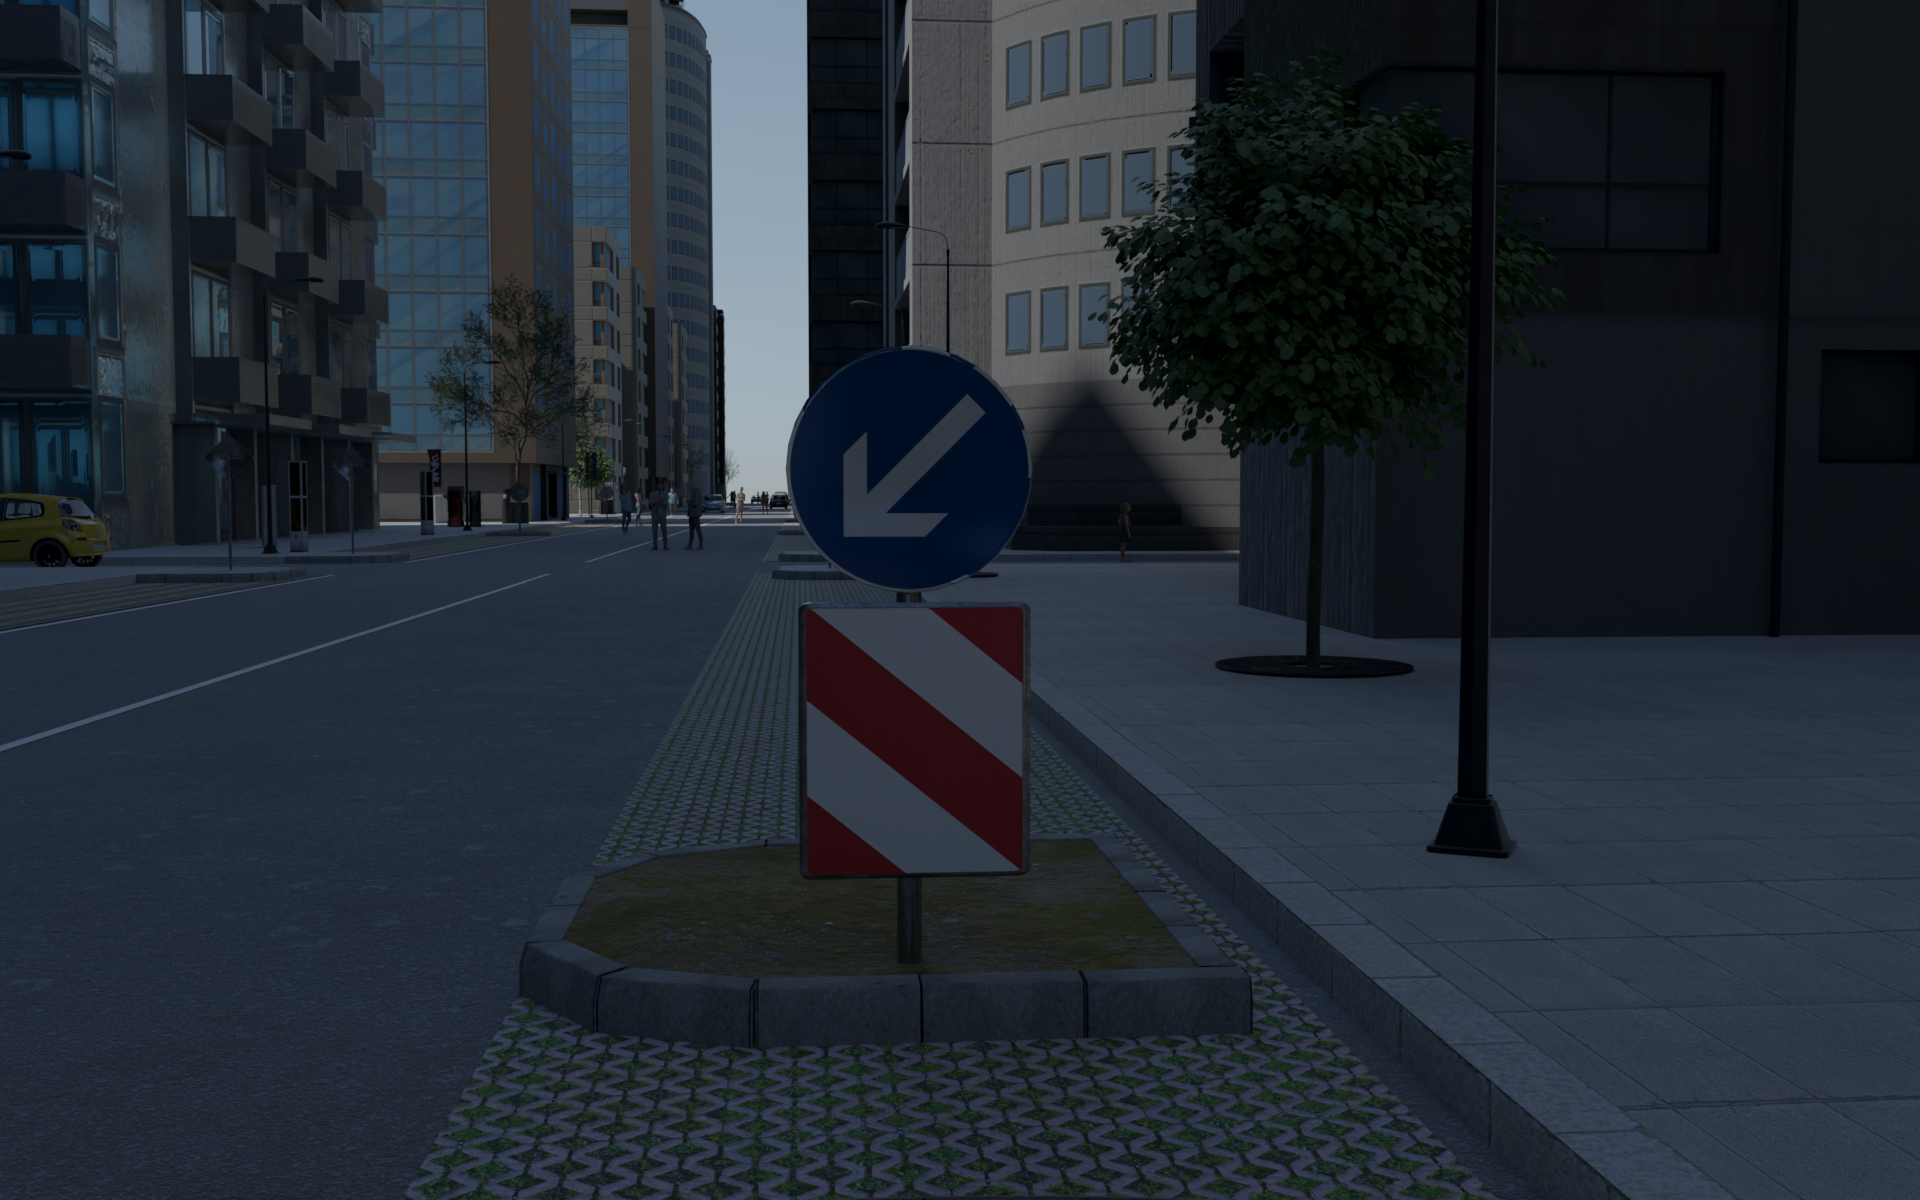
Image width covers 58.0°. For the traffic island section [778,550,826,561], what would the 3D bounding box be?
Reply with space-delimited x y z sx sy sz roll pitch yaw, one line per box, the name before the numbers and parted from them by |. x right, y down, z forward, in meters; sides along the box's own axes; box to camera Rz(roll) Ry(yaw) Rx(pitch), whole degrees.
traffic island section | -2.967 -0.961 37.998 2.009 0.180 2.903 0 4 -5

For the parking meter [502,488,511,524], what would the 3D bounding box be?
parking meter | -19.537 -4.046 74.558 0.372 1.533 0.369 0 3 0

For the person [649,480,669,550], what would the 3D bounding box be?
person | -7.715 -2.186 44.426 0.511 1.800 0.466 -1 4 -16

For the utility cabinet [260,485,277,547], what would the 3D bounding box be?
utility cabinet | -16.615 -2.014 41.601 0.318 1.500 1.173 -2 4 -24

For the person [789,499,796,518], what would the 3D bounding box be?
person | -9.689 -5.704 101.873 0.709 1.813 0.853 -1 4 -15

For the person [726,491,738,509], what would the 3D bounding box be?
person | -21.514 -9.435 163.582 1.217 1.723 0.721 -1 4 -19

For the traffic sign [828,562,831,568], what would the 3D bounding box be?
traffic sign | -2.259 -1.610 29.967 0.795 2.450 0.064 0 4 -5

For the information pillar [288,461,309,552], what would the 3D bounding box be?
information pillar | -14.644 -2.070 38.328 0.304 2.012 0.304 0 4 2

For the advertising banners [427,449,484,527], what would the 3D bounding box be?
advertising banners | -19.576 -4.343 67.192 2.074 3.025 0.090 -1 4 -9

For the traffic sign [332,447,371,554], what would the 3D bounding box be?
traffic sign | -12.994 -2.042 37.023 0.795 2.450 0.064 0 4 -5

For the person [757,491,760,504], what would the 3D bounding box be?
person | -28.740 -14.582 246.932 0.705 1.822 1.348 0 4 2

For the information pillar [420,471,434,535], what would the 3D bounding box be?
information pillar | -16.734 -3.050 54.367 0.304 2.012 0.304 3 4 38

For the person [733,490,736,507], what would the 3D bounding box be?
person | -24.095 -10.800 185.070 0.705 1.826 1.348 0 4 4

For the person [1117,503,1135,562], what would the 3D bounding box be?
person | 3.506 -1.428 36.523 0.373 1.253 0.362 0 4 -2

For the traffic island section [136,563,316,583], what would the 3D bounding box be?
traffic island section | -12.285 -0.419 29.131 2.009 0.180 2.903 0 4 -5

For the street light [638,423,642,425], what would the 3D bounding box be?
street light | -21.529 -8.617 113.434 1.470 5.913 1.316 0 4 -5

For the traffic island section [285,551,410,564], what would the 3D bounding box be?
traffic island section | -13.016 -0.905 37.083 2.009 0.180 2.903 0 4 -5

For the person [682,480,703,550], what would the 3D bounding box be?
person | -6.868 -2.193 44.540 0.526 1.800 0.537 -1 4 -15

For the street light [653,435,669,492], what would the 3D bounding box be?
street light | -23.721 -10.067 137.141 1.470 5.913 1.316 0 4 -5

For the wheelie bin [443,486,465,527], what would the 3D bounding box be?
wheelie bin | -19.831 -3.681 68.093 0.980 1.594 0.693 0 4 -7

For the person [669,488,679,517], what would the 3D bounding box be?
person | -18.053 -6.151 109.091 0.660 1.820 0.620 0 4 -7

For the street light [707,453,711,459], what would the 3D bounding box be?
street light | -29.045 -13.652 195.743 1.470 5.913 1.316 0 4 -5

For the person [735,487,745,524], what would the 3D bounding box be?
person | -10.492 -4.522 82.773 0.599 1.781 0.374 -2 4 -29

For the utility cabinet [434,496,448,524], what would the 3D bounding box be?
utility cabinet | -22.687 -3.961 75.930 0.306 1.237 1.020 2 4 32

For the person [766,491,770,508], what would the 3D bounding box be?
person | -20.404 -10.688 183.968 1.217 1.735 0.721 3 5 43

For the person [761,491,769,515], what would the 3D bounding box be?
person | -13.421 -6.676 119.114 0.415 1.643 0.593 3 5 44

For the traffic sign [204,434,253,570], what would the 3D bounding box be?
traffic sign | -12.263 -1.555 29.071 0.795 2.450 0.064 0 4 -5

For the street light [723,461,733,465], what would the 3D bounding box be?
street light | -35.541 -17.939 265.843 1.470 5.913 1.316 0 4 -5

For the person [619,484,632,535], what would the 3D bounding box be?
person | -11.798 -3.200 61.085 0.793 1.790 0.793 0 4 -4

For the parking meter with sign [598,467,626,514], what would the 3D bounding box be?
parking meter with sign | -22.446 -7.052 111.560 1.738 3.016 0.543 1 4 8

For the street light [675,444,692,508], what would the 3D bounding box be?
street light | -25.781 -11.486 160.338 1.470 5.913 1.316 0 4 -5

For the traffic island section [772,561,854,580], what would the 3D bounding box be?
traffic island section | -2.236 -0.475 30.047 2.009 0.180 2.903 0 4 -5

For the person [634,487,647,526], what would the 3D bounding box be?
person | -14.222 -4.131 76.632 0.643 1.750 0.593 -3 5 -41
